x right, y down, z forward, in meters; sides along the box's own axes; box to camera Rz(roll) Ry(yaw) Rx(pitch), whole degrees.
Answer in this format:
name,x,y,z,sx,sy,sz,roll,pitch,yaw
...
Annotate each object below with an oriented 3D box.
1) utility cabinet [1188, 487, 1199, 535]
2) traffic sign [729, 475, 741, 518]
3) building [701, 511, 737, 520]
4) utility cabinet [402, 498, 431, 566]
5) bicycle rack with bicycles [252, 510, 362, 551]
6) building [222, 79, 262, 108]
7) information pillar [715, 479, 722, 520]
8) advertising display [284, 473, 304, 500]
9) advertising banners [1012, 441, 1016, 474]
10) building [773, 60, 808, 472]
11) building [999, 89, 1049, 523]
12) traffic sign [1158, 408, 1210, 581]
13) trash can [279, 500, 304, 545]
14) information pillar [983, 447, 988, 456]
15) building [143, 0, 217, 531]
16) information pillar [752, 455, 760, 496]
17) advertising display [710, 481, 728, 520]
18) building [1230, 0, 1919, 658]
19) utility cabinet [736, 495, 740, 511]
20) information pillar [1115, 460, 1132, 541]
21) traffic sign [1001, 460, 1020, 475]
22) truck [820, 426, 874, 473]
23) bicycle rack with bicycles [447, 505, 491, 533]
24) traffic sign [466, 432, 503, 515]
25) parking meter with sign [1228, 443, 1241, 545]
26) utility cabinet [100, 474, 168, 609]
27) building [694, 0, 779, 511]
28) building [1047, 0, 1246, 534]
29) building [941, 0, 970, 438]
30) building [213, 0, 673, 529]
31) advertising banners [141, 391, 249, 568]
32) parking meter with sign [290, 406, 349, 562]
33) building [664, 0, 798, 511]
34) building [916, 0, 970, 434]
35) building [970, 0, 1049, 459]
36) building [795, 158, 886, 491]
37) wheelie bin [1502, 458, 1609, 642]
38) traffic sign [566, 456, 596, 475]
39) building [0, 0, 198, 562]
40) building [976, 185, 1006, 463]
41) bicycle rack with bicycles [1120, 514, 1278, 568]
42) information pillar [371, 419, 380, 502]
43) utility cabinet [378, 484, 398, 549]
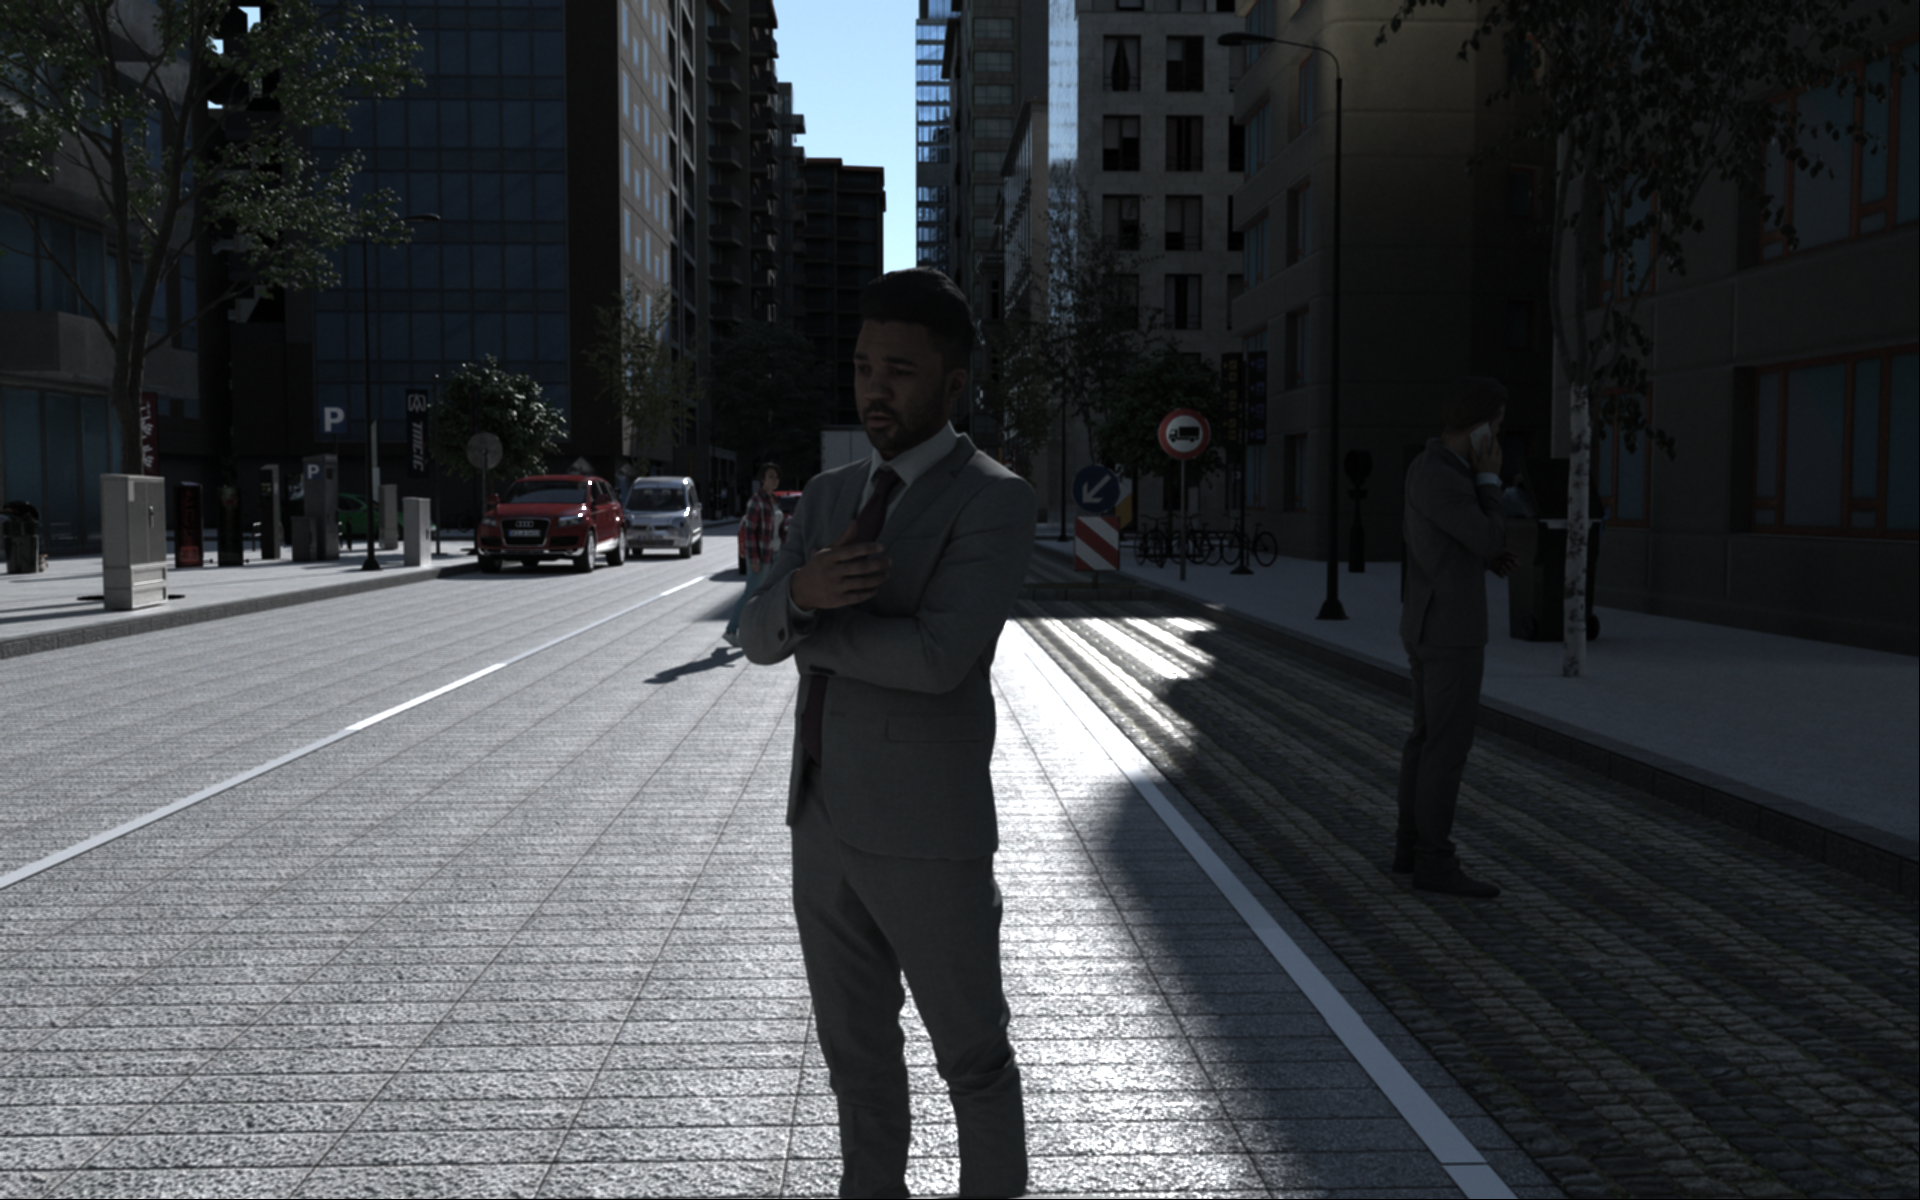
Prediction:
name,x,y,z,sx,sy,sz,roll,pitch,yaw
utility cabinet,7.326,-2.805,54.545,0.318,1.500,1.173,0,4,6
traffic sign,-11.892,-5.466,91.501,0.606,2.300,0.079,0,4,6
building,-23.184,-40.164,94.936,20.563,71.187,20.611,0,4,-2
utility cabinet,-9.779,-1.227,31.228,0.306,1.237,1.020,0,4,-6
bicycle rack with bicycles,-15.138,-1.630,40.032,2.852,0.926,2.925,-1,4,-16
building,-76.848,-38.869,224.744,27.495,52.752,28.713,0,4,-2
information pillar,-11.957,-4.945,85.342,0.304,2.012,0.304,2,4,32
advertising display,-20.266,-2.922,52.985,0.123,1.923,0.974,1,4,19
advertising banners,1.962,-3.714,56.909,0.090,3.025,2.074,-1,4,-12
building,-32.407,-34.958,191.176,30.456,49.044,23.786,0,4,-2
building,7.358,-14.436,85.175,9.793,20.994,18.267,0,4,-2
traffic sign,3.310,-1.562,25.642,0.768,2.556,0.104,0,4,2
trash can,-16.813,-1.962,43.735,0.748,1.137,0.748,0,3,0
information pillar,1.206,-5.810,86.350,0.504,3.616,0.183,3,5,42
building,-34.487,-25.065,59.929,14.200,45.320,14.600,0,4,-2
information pillar,-12.356,-6.958,105.118,0.504,3.616,0.183,1,4,11
advertising display,-12.071,-4.988,86.760,0.974,1.923,0.123,1,4,16
building,20.834,-11.132,27.045,27.650,21.520,28.899,0,4,-2
utility cabinet,-16.514,-7.151,128.079,0.306,1.237,1.020,-1,4,-20
information pillar,4.438,-3.408,47.079,0.504,3.616,0.183,2,4,31
traffic sign,1.843,-3.953,64.745,0.768,2.556,0.104,0,4,-1
truck,-4.499,-5.351,76.395,2.839,4.237,11.283,0,4,0
bicycle rack with bicycles,-15.872,-2.728,57.981,2.925,0.926,2.852,2,4,29
traffic sign,-9.791,-2.174,35.648,0.768,2.556,0.104,0,4,2
parking meter with sign,7.023,-2.887,43.463,0.543,3.016,1.738,1,4,18
utility cabinet,-9.293,-0.664,19.534,0.318,1.500,1.173,0,4,-7
building,-26.392,-29.836,142.448,22.147,44.769,28.867,0,4,-2
building,11.921,-12.573,60.314,16.860,20.320,10.420,0,4,-2
building,12.642,-36.774,190.491,28.713,52.752,27.495,0,4,-2
building,-19.433,-25.598,68.640,14.600,45.320,14.200,0,4,-2
advertising banners,-13.454,-2.081,30.211,0.090,3.025,2.074,3,5,40
parking meter with sign,-12.349,-2.270,33.371,0.543,3.016,1.738,0,4,2
building,-26.263,-44.556,166.745,20.563,71.187,20.611,0,4,-2
building,5.928,-55.731,223.871,31.000,86.520,22.319,0,4,-2
building,7.764,-27.971,140.914,14.154,41.232,14.086,0,4,-2
building,-23.964,-34.793,223.487,28.867,44.769,22.147,0,4,-2
wheelie bin,5.183,-0.450,15.273,0.980,1.594,0.693,-1,4,-9
traffic sign,-10.066,-2.594,46.051,0.795,2.450,0.064,0,4,-2
building,-32.135,-25.162,31.012,30.456,49.044,23.786,0,4,-2
building,8.347,-17.942,112.438,14.460,24.649,34.723,0,4,-2
bicycle rack with bicycles,3.971,-1.091,31.214,2.852,0.926,2.925,-2,4,-23
information pillar,-18.252,-3.828,53.943,0.504,3.616,0.183,2,4,32
utility cabinet,-13.300,-1.930,40.228,0.318,1.500,1.173,-2,4,-24
